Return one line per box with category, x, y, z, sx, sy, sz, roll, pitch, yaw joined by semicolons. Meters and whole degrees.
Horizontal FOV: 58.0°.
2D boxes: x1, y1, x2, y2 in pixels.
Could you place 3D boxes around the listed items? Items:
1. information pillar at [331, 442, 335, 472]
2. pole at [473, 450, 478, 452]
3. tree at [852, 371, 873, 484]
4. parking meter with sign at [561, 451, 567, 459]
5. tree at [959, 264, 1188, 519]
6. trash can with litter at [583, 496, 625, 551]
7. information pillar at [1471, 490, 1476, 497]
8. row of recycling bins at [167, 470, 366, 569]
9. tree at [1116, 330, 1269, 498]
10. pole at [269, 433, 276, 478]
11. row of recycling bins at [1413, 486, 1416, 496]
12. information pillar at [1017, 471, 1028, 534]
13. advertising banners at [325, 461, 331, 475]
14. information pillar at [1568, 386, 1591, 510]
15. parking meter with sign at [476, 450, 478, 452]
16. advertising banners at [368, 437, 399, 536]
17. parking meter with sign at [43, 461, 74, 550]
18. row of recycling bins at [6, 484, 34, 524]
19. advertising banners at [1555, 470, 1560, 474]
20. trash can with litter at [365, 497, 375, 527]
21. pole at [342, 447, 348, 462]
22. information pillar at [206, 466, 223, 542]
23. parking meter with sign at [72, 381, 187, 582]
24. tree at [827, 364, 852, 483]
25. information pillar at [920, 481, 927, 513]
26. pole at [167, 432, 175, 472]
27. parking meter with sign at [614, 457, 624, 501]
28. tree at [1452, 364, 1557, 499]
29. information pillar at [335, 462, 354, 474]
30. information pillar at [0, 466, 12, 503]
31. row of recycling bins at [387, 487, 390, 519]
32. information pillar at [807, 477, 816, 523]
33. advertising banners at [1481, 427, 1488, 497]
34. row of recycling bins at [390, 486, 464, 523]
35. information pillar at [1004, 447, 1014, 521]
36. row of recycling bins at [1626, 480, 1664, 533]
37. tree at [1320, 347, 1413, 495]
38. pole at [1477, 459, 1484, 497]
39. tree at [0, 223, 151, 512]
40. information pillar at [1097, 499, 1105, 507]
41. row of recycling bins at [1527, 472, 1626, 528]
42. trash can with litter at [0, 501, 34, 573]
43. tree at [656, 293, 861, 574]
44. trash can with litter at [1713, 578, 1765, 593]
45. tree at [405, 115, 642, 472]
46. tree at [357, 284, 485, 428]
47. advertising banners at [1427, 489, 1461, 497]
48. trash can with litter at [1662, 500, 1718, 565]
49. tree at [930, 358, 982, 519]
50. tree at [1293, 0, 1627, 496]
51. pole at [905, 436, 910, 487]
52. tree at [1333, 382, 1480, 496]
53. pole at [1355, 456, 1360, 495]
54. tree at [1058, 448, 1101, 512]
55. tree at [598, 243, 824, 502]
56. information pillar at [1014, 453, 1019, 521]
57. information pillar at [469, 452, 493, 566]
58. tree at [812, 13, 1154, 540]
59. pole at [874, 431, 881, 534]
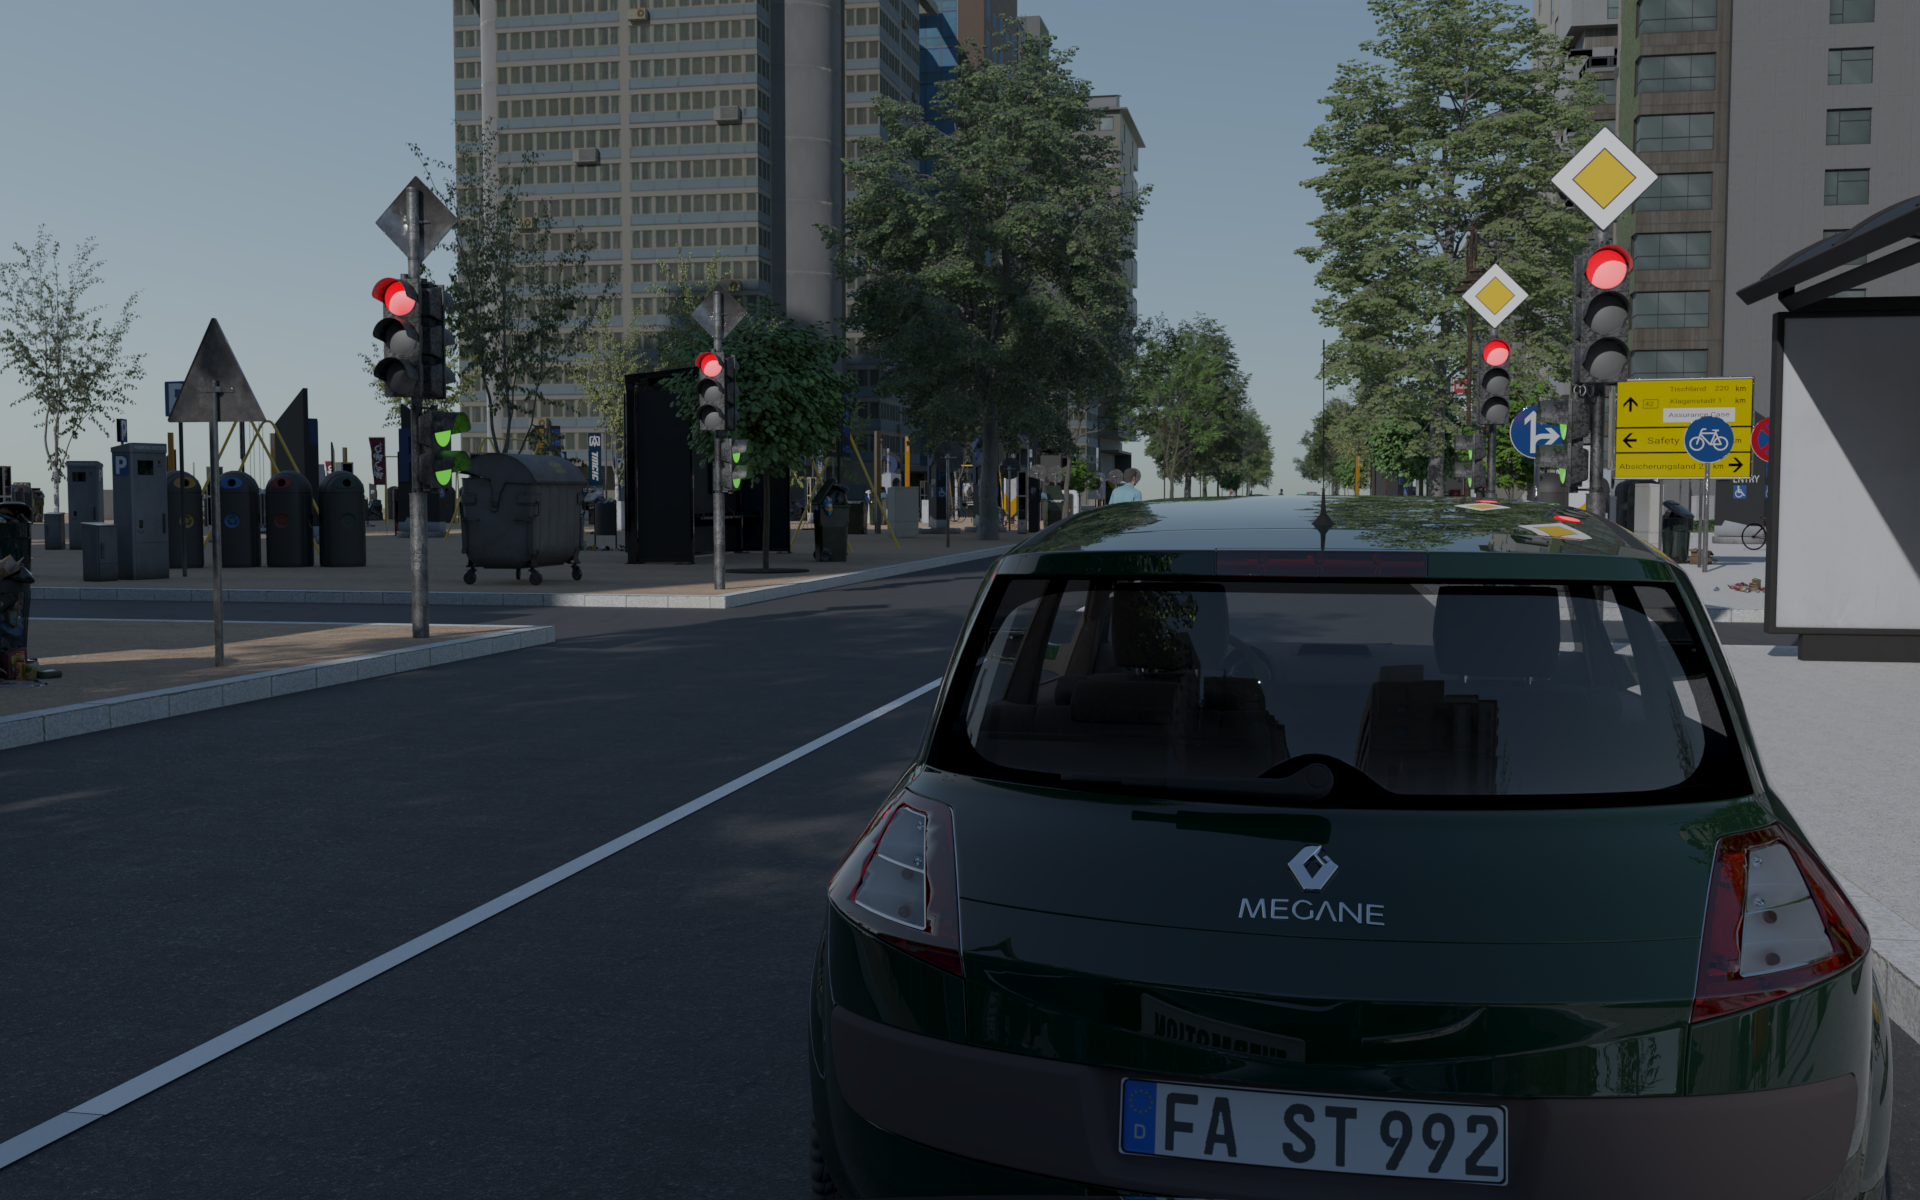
information pillar;-28.230;-5.301;78.024;0.183;3.616;0.504;-1;4;-10
pole;-22.339;-5.269;79.984;0.158;3.312;0.155;0;3;0
tree;-6.838;-8.960;96.853;4.737;8.622;4.395;0;3;0
parking meter with sign;-16.397;-4.504;69.895;0.543;3.016;1.738;0;4;5
tree;4.064;-8.011;65.397;8.767;10.594;7.601;-1;4;-16
trash can with litter;-7.689;-1.721;39.199;2.233;1.210;1.678;1;4;9
information pillar;21.585;-4.983;72.823;0.183;3.616;0.504;0;4;-3
row of recycling bins;-12.289;-1.426;30.434;3.534;1.692;1.069;-1;4;-12
tree;13.530;-11.343;111.218;9.928;11.665;9.643;0;3;0
pole;-22.981;-3.922;57.964;0.158;3.312;0.155;0;3;0
row of recycling bins;23.985;-5.162;91.511;1.069;1.692;3.534;2;4;31
information pillar;2.008;-3.126;55.596;0.304;2.012;0.304;0;4;7
advertising banners;-32.435;-5.813;91.236;2.074;3.025;0.090;0;4;6
information pillar;10.700;-2.348;29.742;0.504;3.616;0.183;1;4;13
parking meter with sign;-18.504;-4.483;69.563;1.738;3.016;0.543;-1;4;-16
advertising banners;-17.042;-3.472;52.957;2.074;3.025;0.090;0;4;3
parking meter with sign;-20.171;-2.671;39.933;1.738;3.016;0.543;-1;4;-11
row of recycling bins;-39.861;-4.008;72.637;1.069;1.692;3.534;-1;4;-11
advertising banners;23.083;-4.172;64.399;2.074;3.025;0.090;1;4;12
trash can with litter;-23.864;-3.478;67.921;1.678;1.210;2.233;3;5;41
pole;-26.766;-4.991;75.444;0.158;3.312;0.155;0;3;0
information pillar;-19.782;-2.540;46.018;0.304;2.012;0.304;2;4;26
parking meter with sign;-12.355;-1.821;26.031;0.543;3.016;1.738;1;4;23
tree;-7.662;-7.391;71.208;4.737;8.622;4.395;0;3;0
information pillar;-2.024;-5.634;96.602;0.304;2.012;0.304;2;4;27
pole;-26.081;-3.882;57.313;0.158;3.312;0.155;0;3;0
parking meter with sign;-15.996;-5.309;83.058;0.543;3.016;1.738;1;4;11
tree;8.259;-1.920;25.992;1.663;3.219;1.824;0;3;0
information pillar;-14.140;-2.161;39.830;0.304;2.012;0.304;3;5;43
information pillar;-24.890;-2.481;45.061;0.304;2.012;0.304;0;4;8
row of recycling bins;-27.834;-4.891;87.076;1.069;1.692;3.534;-3;5;-44
information pillar;-6.498;-4.368;75.913;0.304;2.012;0.304;-2;4;-33
advertising banners;9.579;-2.163;31.549;0.090;3.025;2.074;1;4;19
row of recycling bins;-23.290;-4.272;76.967;3.534;1.692;1.069;-2;4;-25
information pillar;2.209;-5.450;80.455;0.183;3.616;0.504;2;4;31
row of recycling bins;18.323;-2.435;46.923;1.069;1.692;3.534;1;4;14
tree;20.640;-8.218;84.733;4.360;8.622;3.978;0;3;0
pole;18.746;-4.191;62.359;0.158;3.312;0.155;0;3;0
tree;-25.027;-5.988;48.267;4.360;8.622;3.978;0;3;0
information pillar;6.609;-4.695;81.250;0.304;2.012;0.304;2;4;30
row of recycling bins;12.081;-1.658;34.225;1.069;1.692;3.534;2;4;35
trash can with litter;-14.722;-0.946;26.855;0.624;1.170;1.055;-2;4;-27
tree;-3.273;-2.734;28.409;4.285;4.588;4.351;0;3;0
trash can with litter;10.800;-0.721;22.845;1.678;1.210;2.233;0;4;8
tree;-8.949;-5.120;34.075;4.360;8.622;3.978;0;3;0
tree;-18.291;-6.704;59.971;4.737;8.622;4.395;0;3;0
advertising banners;15.061;-3.462;52.790;2.074;3.025;0.090;-2;4;-27
trash can with litter;13.386;-1.247;31.778;0.624;1.170;1.055;-2;4;-35
tree;0.053;-8.372;87.245;4.360;8.622;3.978;0;3;0
tree;10.667;-7.303;37.524;7.486;12.596;7.792;0;3;0
pole;-1.862;-4.122;61.231;0.158;3.312;0.155;0;3;0
tree;12.663;-3.903;47.532;4.285;4.588;4.351;0;3;0
pole;21.292;-6.050;92.759;0.158;3.312;0.155;0;3;0
tree;5.111;-4.744;72.167;1.663;3.219;1.824;0;3;0
tree;-7.377;-6.180;51.402;4.737;8.622;4.395;0;3;0
information pillar;2.548;-5.503;81.330;0.504;3.616;0.183;-2;4;-24
information pillar;-8.417;-1.591;30.508;0.304;2.012;0.304;2;4;28
tree;0.788;-8.646;48.011;9.857;13.997;8.962;0;3;0
pole;-2.669;-3.810;56.139;0.158;3.312;0.155;0;3;0
